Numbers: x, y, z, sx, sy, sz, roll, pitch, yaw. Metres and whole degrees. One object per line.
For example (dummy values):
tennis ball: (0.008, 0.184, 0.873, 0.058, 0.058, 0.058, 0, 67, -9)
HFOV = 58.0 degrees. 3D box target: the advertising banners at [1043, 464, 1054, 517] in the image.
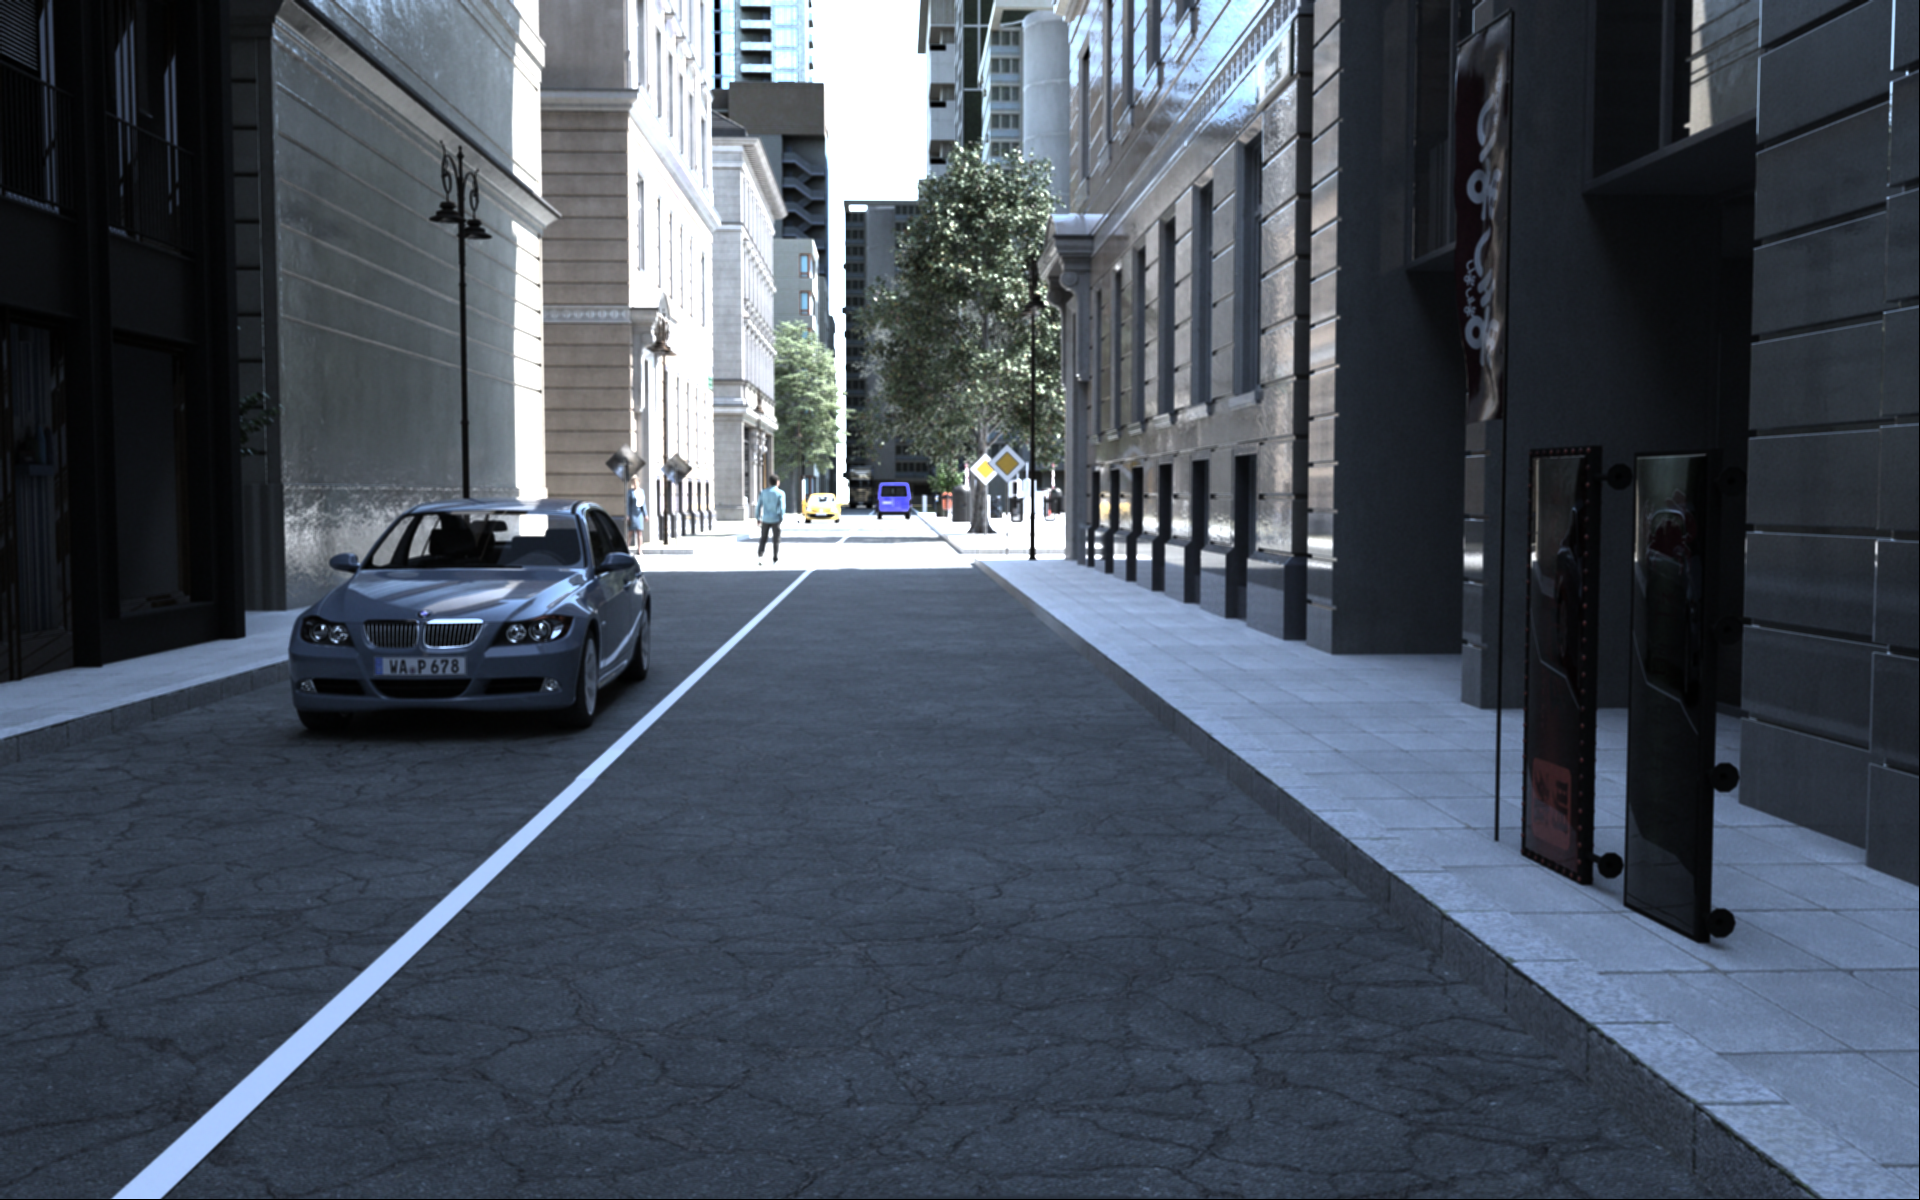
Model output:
advertising banners: (5.003, -6.173, 97.112, 0.090, 3.025, 2.074, 1, 4, 21)

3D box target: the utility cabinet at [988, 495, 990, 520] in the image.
utility cabinet: (1.057, -4.586, 86.150, 0.306, 1.237, 1.020, 3, 5, 40)

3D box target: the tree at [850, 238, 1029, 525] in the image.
tree: (0.422, -9.823, 70.984, 12.009, 13.543, 11.850, 0, 3, 0)

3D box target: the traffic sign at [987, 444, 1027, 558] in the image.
traffic sign: (0.937, -1.888, 34.506, 0.795, 2.450, 0.064, 0, 4, -2)

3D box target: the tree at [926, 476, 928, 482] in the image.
tree: (-1.084, -6.081, 94.031, 1.663, 3.219, 1.824, 0, 3, 0)

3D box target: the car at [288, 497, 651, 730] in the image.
car: (-3.216, -0.005, 12.090, 2.014, 1.417, 4.499, 0, 4, -3)

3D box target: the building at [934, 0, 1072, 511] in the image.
building: (14.290, -26.980, 132.996, 32.217, 40.220, 23.993, 0, 4, -2)

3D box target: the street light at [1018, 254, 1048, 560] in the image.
street light: (1.412, -3.718, 33.581, 0.468, 5.910, 1.993, 0, 4, -2)

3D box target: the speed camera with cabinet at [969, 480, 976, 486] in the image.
speed camera with cabinet: (1.043, -7.112, 110.621, 0.660, 3.252, 2.038, 1, 4, 10)

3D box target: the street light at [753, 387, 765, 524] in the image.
street light: (-8.665, -6.239, 74.789, 0.468, 5.910, 1.993, 0, 4, -2)

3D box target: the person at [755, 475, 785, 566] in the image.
person: (-3.825, -1.604, 34.739, 0.660, 1.820, 0.620, 1, 4, 14)

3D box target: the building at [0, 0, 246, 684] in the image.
building: (-12.243, -10.827, 6.692, 12.332, 23.373, 15.834, 0, 4, -2)

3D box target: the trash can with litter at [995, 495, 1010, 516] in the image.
trash can with litter: (2.549, -5.719, 104.562, 1.678, 1.210, 2.233, 2, 4, 27)

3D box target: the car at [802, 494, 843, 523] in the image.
car: (-6.821, -4.631, 85.938, 2.015, 1.641, 3.980, 0, 4, -3)

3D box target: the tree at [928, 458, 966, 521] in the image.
tree: (-0.566, -5.374, 82.466, 1.663, 3.219, 1.824, 0, 3, 0)

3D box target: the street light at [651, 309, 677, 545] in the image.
street light: (-7.393, -4.317, 43.377, 0.468, 5.910, 1.993, 0, 4, -2)

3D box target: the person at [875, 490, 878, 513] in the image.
person: (-6.361, -7.635, 134.135, 0.742, 1.727, 0.445, 3, 5, 43)

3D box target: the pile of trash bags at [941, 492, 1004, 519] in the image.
pile of trash bags: (0.666, -4.928, 90.328, 3.447, 1.369, 1.912, 1, 4, 17)

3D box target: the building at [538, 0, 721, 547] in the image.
building: (-14.509, -16.204, 50.843, 13.634, 28.700, 20.117, 0, 4, -2)

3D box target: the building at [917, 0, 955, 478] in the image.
building: (10.087, -36.086, 179.252, 28.713, 52.752, 27.495, 0, 4, -2)

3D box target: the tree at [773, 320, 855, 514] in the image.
tree: (-10.545, -11.927, 113.126, 7.486, 12.596, 7.792, 0, 3, 0)

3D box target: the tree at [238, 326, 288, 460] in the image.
tree: (-7.704, -1.360, 16.834, 1.663, 3.219, 1.824, 0, 3, 0)

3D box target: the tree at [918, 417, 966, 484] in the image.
tree: (-1.214, -10.286, 118.540, 4.360, 8.622, 3.978, 0, 3, 0)

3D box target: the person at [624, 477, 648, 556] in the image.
person: (-7.412, -1.895, 39.514, 0.581, 1.822, 0.654, -2, 4, -31)

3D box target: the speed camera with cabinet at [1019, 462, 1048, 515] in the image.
speed camera with cabinet: (4.718, -6.886, 106.923, 0.660, 3.252, 2.038, -3, 4, -37)

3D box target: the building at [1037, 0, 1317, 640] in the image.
building: (8.673, -14.578, 24.258, 13.634, 28.700, 20.117, 0, 4, -2)

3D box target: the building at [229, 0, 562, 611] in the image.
building: (-21.913, -11.727, 25.025, 30.059, 22.955, 16.112, 0, 4, -2)

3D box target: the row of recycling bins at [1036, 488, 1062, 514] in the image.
row of recycling bins: (5.469, -6.622, 115.382, 1.069, 1.692, 3.534, -3, 5, -41)

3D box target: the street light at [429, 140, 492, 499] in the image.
street light: (-6.630, -3.080, 23.151, 0.468, 5.910, 1.993, 0, 4, -2)

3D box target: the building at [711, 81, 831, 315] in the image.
building: (-21.210, -32.729, 185.224, 14.200, 45.320, 14.600, 0, 4, -2)

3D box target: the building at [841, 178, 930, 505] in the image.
building: (-2.606, -32.050, 215.890, 23.993, 40.220, 32.217, 0, 4, -2)

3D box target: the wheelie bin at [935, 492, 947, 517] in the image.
wheelie bin: (-0.931, -5.440, 96.846, 0.693, 1.594, 0.980, 3, 5, 43)

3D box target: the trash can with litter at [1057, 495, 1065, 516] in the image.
trash can with litter: (6.630, -5.573, 102.184, 2.233, 1.210, 1.678, -1, 4, -16)

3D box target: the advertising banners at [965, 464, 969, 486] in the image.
advertising banners: (0.731, -6.366, 100.270, 0.090, 3.025, 2.074, 2, 4, 27)

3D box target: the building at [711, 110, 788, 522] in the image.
building: (-14.522, -14.094, 81.351, 10.553, 20.767, 40.483, 0, 4, -2)

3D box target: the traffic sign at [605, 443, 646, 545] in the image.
traffic sign: (-6.603, -1.871, 34.233, 0.795, 2.450, 0.064, 0, 4, -2)

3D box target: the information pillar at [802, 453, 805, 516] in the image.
information pillar: (-9.032, -6.637, 99.862, 0.183, 3.616, 0.504, 0, 4, 4)

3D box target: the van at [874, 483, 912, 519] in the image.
van: (-3.813, -5.808, 99.340, 2.240, 2.365, 5.245, 0, 4, -3)

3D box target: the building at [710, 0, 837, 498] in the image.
building: (-30.676, -54.860, 209.634, 31.000, 86.520, 22.319, 0, 4, -2)

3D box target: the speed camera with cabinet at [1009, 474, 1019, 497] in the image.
speed camera with cabinet: (3.818, -7.085, 110.173, 0.660, 3.252, 2.038, 2, 4, 30)

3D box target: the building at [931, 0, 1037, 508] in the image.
building: (7.923, -43.812, 154.579, 20.563, 71.187, 20.611, 0, 4, -2)

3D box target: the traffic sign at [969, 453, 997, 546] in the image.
traffic sign: (0.625, -2.376, 42.485, 0.795, 2.450, 0.064, 0, 4, -2)

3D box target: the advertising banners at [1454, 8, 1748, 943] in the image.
advertising banners: (2.036, -0.588, 5.798, 0.090, 3.025, 2.074, 0, 4, -5)

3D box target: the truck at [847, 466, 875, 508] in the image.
truck: (-10.100, -11.501, 176.946, 2.839, 4.237, 11.283, 0, 4, -3)

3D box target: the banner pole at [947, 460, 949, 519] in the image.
banner pole: (-0.609, -5.984, 87.854, 0.401, 3.779, 0.863, 0, 4, -1)

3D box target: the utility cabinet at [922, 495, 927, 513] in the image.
utility cabinet: (-2.391, -6.469, 116.933, 0.306, 1.237, 1.020, 0, 4, -4)

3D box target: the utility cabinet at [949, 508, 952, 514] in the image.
utility cabinet: (-0.959, -6.014, 109.492, 1.020, 1.237, 0.306, 2, 4, 33)

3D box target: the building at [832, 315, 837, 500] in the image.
building: (-25.809, -19.333, 161.128, 27.650, 21.520, 28.899, 0, 4, -2)

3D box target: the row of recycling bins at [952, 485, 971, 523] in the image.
row of recycling bins: (0.413, -4.388, 78.860, 1.069, 1.692, 3.534, 1, 4, 17)

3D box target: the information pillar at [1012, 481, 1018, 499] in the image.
information pillar: (3.149, -5.826, 99.746, 0.304, 2.012, 0.304, -1, 4, -8)

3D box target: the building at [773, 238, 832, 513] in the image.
building: (-24.315, -17.510, 131.332, 27.650, 21.520, 28.899, 0, 4, -2)

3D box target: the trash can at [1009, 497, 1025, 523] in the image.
trash can: (2.515, -3.966, 76.490, 0.748, 1.137, 0.748, 0, 3, 0)

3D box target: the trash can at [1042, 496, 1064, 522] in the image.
trash can: (4.151, -4.178, 79.963, 0.748, 1.137, 0.748, 0, 3, 0)

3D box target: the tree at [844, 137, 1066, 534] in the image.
tree: (0.803, -8.487, 55.763, 9.611, 12.733, 9.660, 0, 3, 0)

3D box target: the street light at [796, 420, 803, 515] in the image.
street light: (-9.889, -8.174, 106.438, 0.468, 5.910, 1.993, 0, 4, -2)

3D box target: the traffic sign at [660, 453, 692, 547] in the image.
traffic sign: (-6.914, -2.359, 42.212, 0.795, 2.450, 0.064, 0, 4, -2)
